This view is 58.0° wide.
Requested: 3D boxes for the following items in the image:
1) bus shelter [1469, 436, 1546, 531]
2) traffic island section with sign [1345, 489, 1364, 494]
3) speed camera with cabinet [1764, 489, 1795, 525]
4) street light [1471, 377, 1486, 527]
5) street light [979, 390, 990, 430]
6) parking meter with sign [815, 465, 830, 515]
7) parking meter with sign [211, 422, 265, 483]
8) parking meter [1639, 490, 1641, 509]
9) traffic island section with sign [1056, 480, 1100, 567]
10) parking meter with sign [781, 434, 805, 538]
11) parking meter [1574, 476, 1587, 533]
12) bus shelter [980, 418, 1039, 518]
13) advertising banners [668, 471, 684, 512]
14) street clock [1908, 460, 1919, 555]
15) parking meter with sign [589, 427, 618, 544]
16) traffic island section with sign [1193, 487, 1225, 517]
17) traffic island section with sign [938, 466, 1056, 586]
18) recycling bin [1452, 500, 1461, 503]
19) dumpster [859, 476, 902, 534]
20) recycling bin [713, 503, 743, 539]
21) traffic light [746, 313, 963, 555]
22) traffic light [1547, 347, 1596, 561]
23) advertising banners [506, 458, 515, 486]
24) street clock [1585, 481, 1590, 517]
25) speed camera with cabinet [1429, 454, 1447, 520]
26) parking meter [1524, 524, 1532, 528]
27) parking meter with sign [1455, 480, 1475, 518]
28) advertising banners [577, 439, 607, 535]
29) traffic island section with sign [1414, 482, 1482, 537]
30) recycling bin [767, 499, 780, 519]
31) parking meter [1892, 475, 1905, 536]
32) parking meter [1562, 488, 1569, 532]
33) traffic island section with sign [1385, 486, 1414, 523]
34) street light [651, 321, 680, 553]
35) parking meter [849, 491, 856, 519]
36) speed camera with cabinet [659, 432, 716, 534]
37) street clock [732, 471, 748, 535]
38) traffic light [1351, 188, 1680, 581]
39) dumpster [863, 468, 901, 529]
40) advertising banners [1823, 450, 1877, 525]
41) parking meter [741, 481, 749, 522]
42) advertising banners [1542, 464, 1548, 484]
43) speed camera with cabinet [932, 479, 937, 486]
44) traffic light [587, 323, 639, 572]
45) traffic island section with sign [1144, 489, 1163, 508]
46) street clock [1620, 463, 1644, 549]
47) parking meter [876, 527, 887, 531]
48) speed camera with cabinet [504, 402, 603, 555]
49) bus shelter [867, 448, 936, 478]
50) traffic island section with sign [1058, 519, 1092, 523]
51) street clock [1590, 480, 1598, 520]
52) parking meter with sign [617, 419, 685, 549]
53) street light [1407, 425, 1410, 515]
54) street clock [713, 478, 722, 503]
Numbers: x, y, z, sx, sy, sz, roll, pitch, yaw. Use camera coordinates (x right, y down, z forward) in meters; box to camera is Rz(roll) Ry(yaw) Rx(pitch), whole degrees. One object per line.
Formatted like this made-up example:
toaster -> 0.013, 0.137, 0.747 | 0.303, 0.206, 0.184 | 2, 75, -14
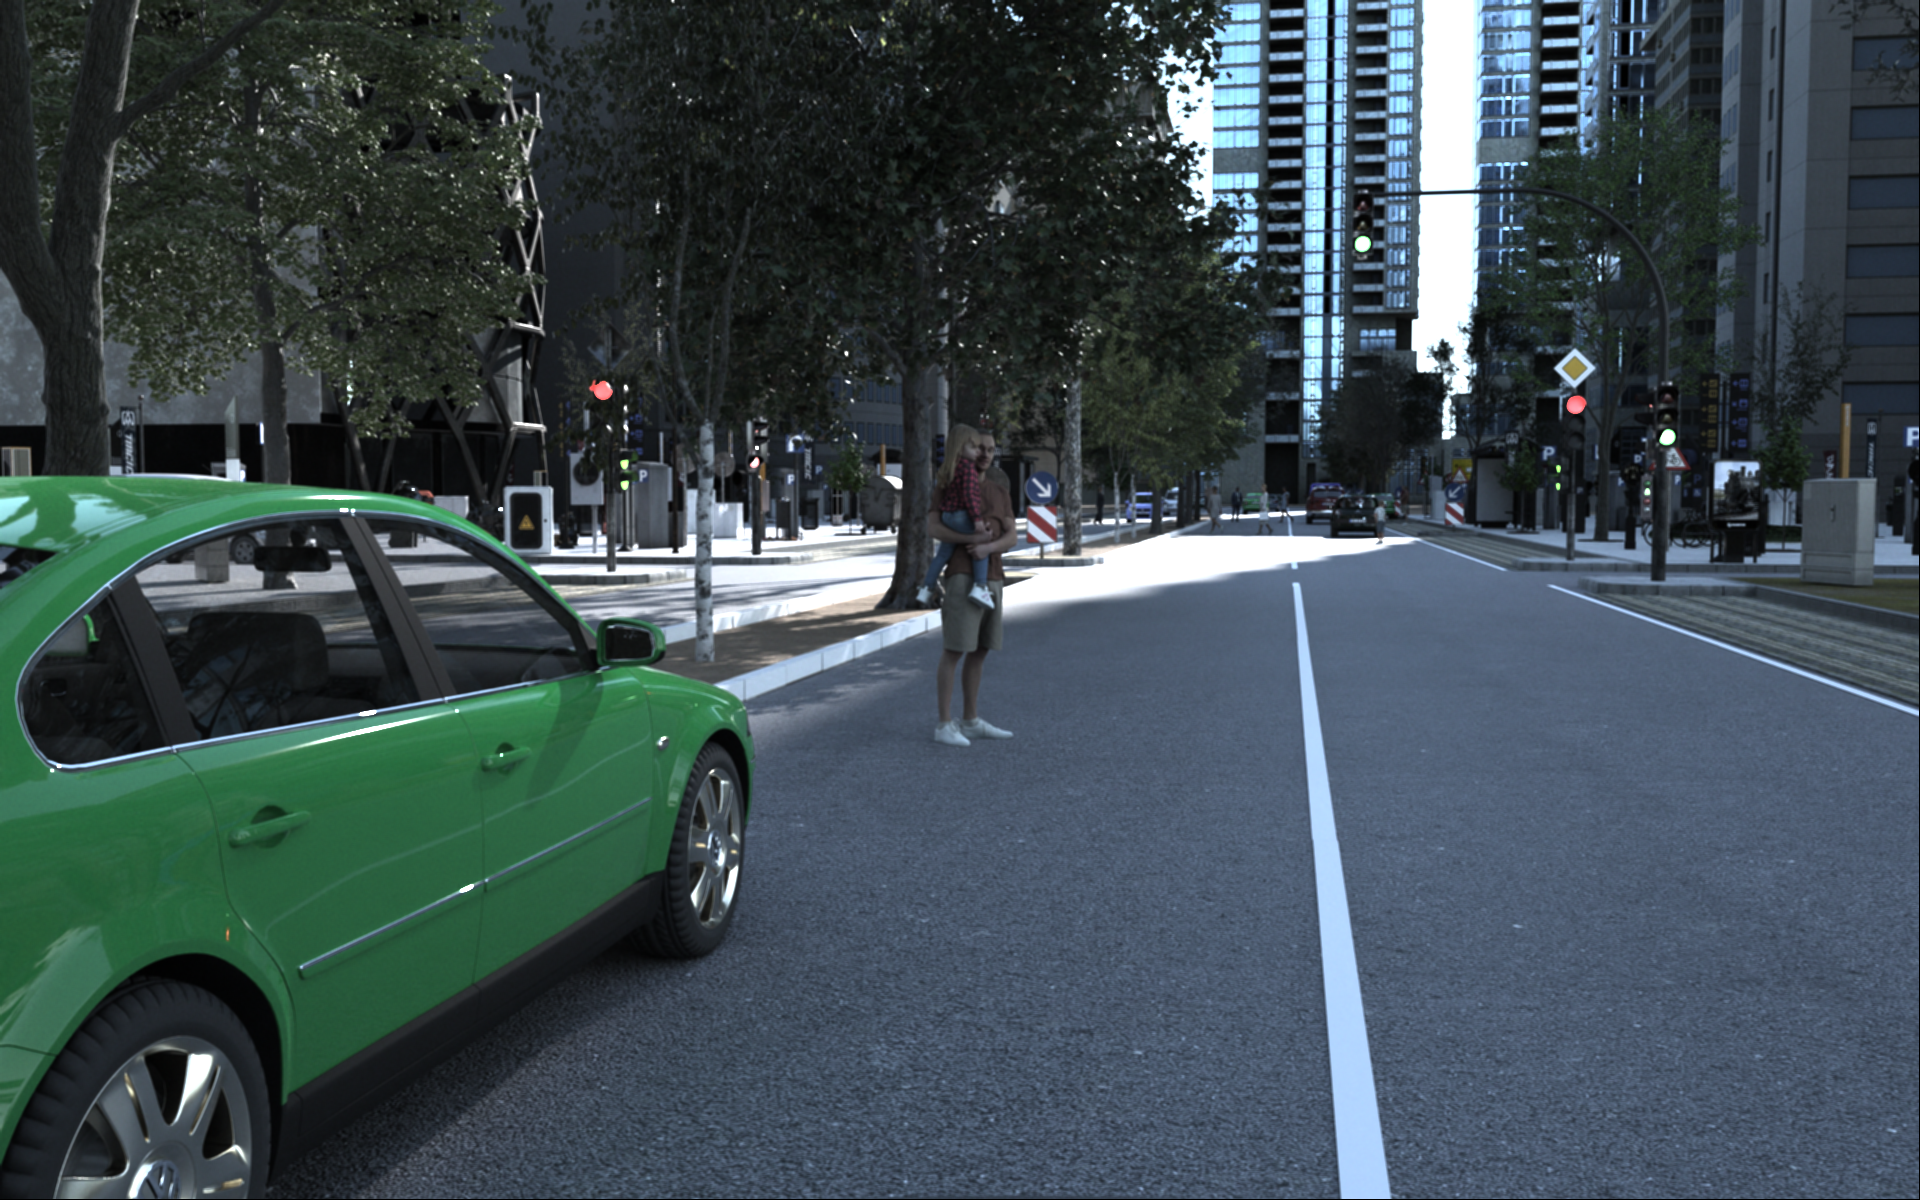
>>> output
bus shelter -> 19.736, -4.209, 62.739 | 2.014, 3.302, 5.546 | 1, 4, 11
traffic island section with sign -> 30.663, -7.634, 133.450 | 1.989, 1.847, 2.006 | 1, 4, 11
speed camera with cabinet -> 25.121, -3.592, 53.061 | 0.660, 3.252, 2.038 | 1, 4, 16
street light -> 20.371, -5.834, 68.173 | 0.468, 5.910, 1.993 | 1, 4, 11
street light -> 1.127, -6.289, 75.611 | 0.468, 5.910, 1.993 | 1, 4, 11
parking meter with sign -> -8.251, -6.634, 104.720 | 0.543, 3.016, 1.738 | -2, 4, -25
parking meter with sign -> -17.741, -2.799, 42.030 | 1.738, 3.016, 0.543 | 0, 4, -2
parking meter -> 40.890, -5.831, 103.750 | 0.372, 1.533, 0.369 | 0, 3, 0
traffic island section with sign -> 1.747, -1.643, 34.994 | 2.006, 1.907, 1.989 | 1, 4, 11
parking meter with sign -> -4.985, -3.347, 50.976 | 0.543, 3.016, 1.738 | -1, 4, -15
parking meter -> 20.297, -3.117, 56.672 | 0.399, 1.863, 0.255 | 1, 4, 23
bus shelter -> 2.599, -7.136, 94.302 | 2.179, 5.291, 8.768 | 1, 4, 11
advertising banners -> -19.657, -7.318, 115.835 | 2.074, 3.025, 0.090 | -1, 4, -16
street clock -> 20.149, -1.943, 36.333 | 0.358, 2.002, 0.471 | -1, 4, -20
parking meter with sign -> -8.690, -2.962, 44.691 | 1.738, 3.016, 0.543 | 1, 4, 19
traffic island section with sign -> 15.649, -6.159, 108.840 | 2.006, 1.907, 1.989 | 1, 4, 11
traffic island section with sign -> 0.366, -1.198, 27.716 | 2.006, 1.907, 1.989 | 1, 4, 11
recycling bin -> 29.492, -5.480, 102.152 | 0.722, 1.027, 0.722 | 2, 4, 34
dumpster -> -2.504, -3.093, 56.335 | 1.264, 1.857, 1.865 | 1, 4, 11
recycling bin -> -6.727, -2.305, 50.247 | 0.722, 1.027, 0.722 | 1, 4, 9
traffic light -> -2.191, -3.750, 35.984 | 4.771, 5.953, 1.251 | 1, 4, 11
traffic light -> 11.770, -2.717, 33.343 | 0.839, 4.253, 0.868 | 1, 4, 11
advertising banners -> -19.081, -4.592, 71.272 | 2.074, 3.025, 0.090 | 2, 4, 28
street clock -> 35.085, -5.640, 96.777 | 0.471, 2.002, 0.358 | 0, 4, -6
speed camera with cabinet -> 23.596, -5.575, 85.491 | 0.660, 3.252, 2.038 | 0, 4, 7
parking meter -> 21.490, -3.659, 65.533 | 0.255, 1.863, 0.399 | -1, 4, -14
parking meter with sign -> 27.035, -5.868, 92.196 | 1.738, 3.016, 0.543 | -3, 4, -37
advertising banners -> -11.087, -3.579, 54.708 | 2.074, 3.025, 0.090 | 1, 4, 8
traffic island section with sign -> 16.610, -3.070, 58.829 | 1.989, 1.847, 2.006 | 1, 4, 11
recycling bin -> -9.643, -4.774, 90.607 | 0.722, 1.027, 0.722 | -2, 4, -24
parking meter -> 28.810, -2.901, 53.144 | 0.255, 1.863, 0.399 | 3, 4, 37
parking meter -> 20.362, -3.031, 57.966 | 0.372, 1.533, 0.369 | 0, 3, 0
traffic island section with sign -> 21.651, -4.710, 85.637 | 1.989, 1.847, 2.006 | 1, 4, 11
street light -> -6.156, -3.947, 37.315 | 0.468, 5.910, 1.993 | 1, 4, 11
parking meter -> -5.474, -4.892, 88.399 | 0.372, 1.533, 0.369 | 0, 3, 0
speed camera with cabinet -> -8.911, -3.757, 55.760 | 2.038, 3.252, 0.660 | -1, 4, -10
street clock -> -6.824, -3.008, 53.749 | 0.471, 2.002, 0.358 | 3, 5, 42
traffic light -> 8.219, -3.124, 25.742 | 4.771, 5.953, 1.251 | 1, 4, 11
dumpster -> -2.818, -3.816, 64.889 | 1.502, 2.255, 1.985 | 1, 4, 11
advertising banners -> 35.258, -4.432, 68.644 | 2.074, 3.025, 0.090 | 1, 4, 11
parking meter -> -9.765, -4.461, 78.649 | 0.399, 1.863, 0.255 | 0, 4, 7
advertising banners -> 35.209, -6.507, 102.579 | 2.074, 3.025, 0.090 | -2, 4, -26
speed camera with cabinet -> -0.650, -6.926, 107.576 | 2.038, 3.252, 0.660 | 2, 4, 24
traffic light -> -5.742, -2.420, 28.489 | 0.839, 4.253, 0.868 | 1, 4, 11
traffic island section with sign -> 14.867, -7.816, 136.424 | 1.989, 1.847, 2.006 | 1, 4, 11
street clock -> 15.553, -2.176, 40.141 | 0.471, 2.002, 0.358 | 0, 4, -4
parking meter -> -2.751, -3.348, 60.449 | 0.399, 1.863, 0.255 | 2, 4, 32
speed camera with cabinet -> -8.633, -2.598, 36.813 | 2.038, 3.252, 0.660 | -1, 4, -10
bus shelter -> -2.581, -5.191, 78.789 | 2.014, 3.302, 5.546 | 1, 4, 11
traffic island section with sign -> 5.634, -4.823, 87.480 | 1.989, 1.847, 2.006 | 1, 4, 11
street clock -> 31.940, -5.022, 86.683 | 0.471, 2.002, 0.358 | 2, 4, 32
parking meter with sign -> -7.218, -2.726, 40.831 | 0.543, 3.016, 1.738 | 2, 4, 30
street light -> 27.579, -8.177, 106.483 | 0.468, 5.910, 1.993 | 1, 4, 11
street clock -> -10.985, -4.515, 78.392 | 0.471, 2.002, 0.358 | 1, 4, 16
